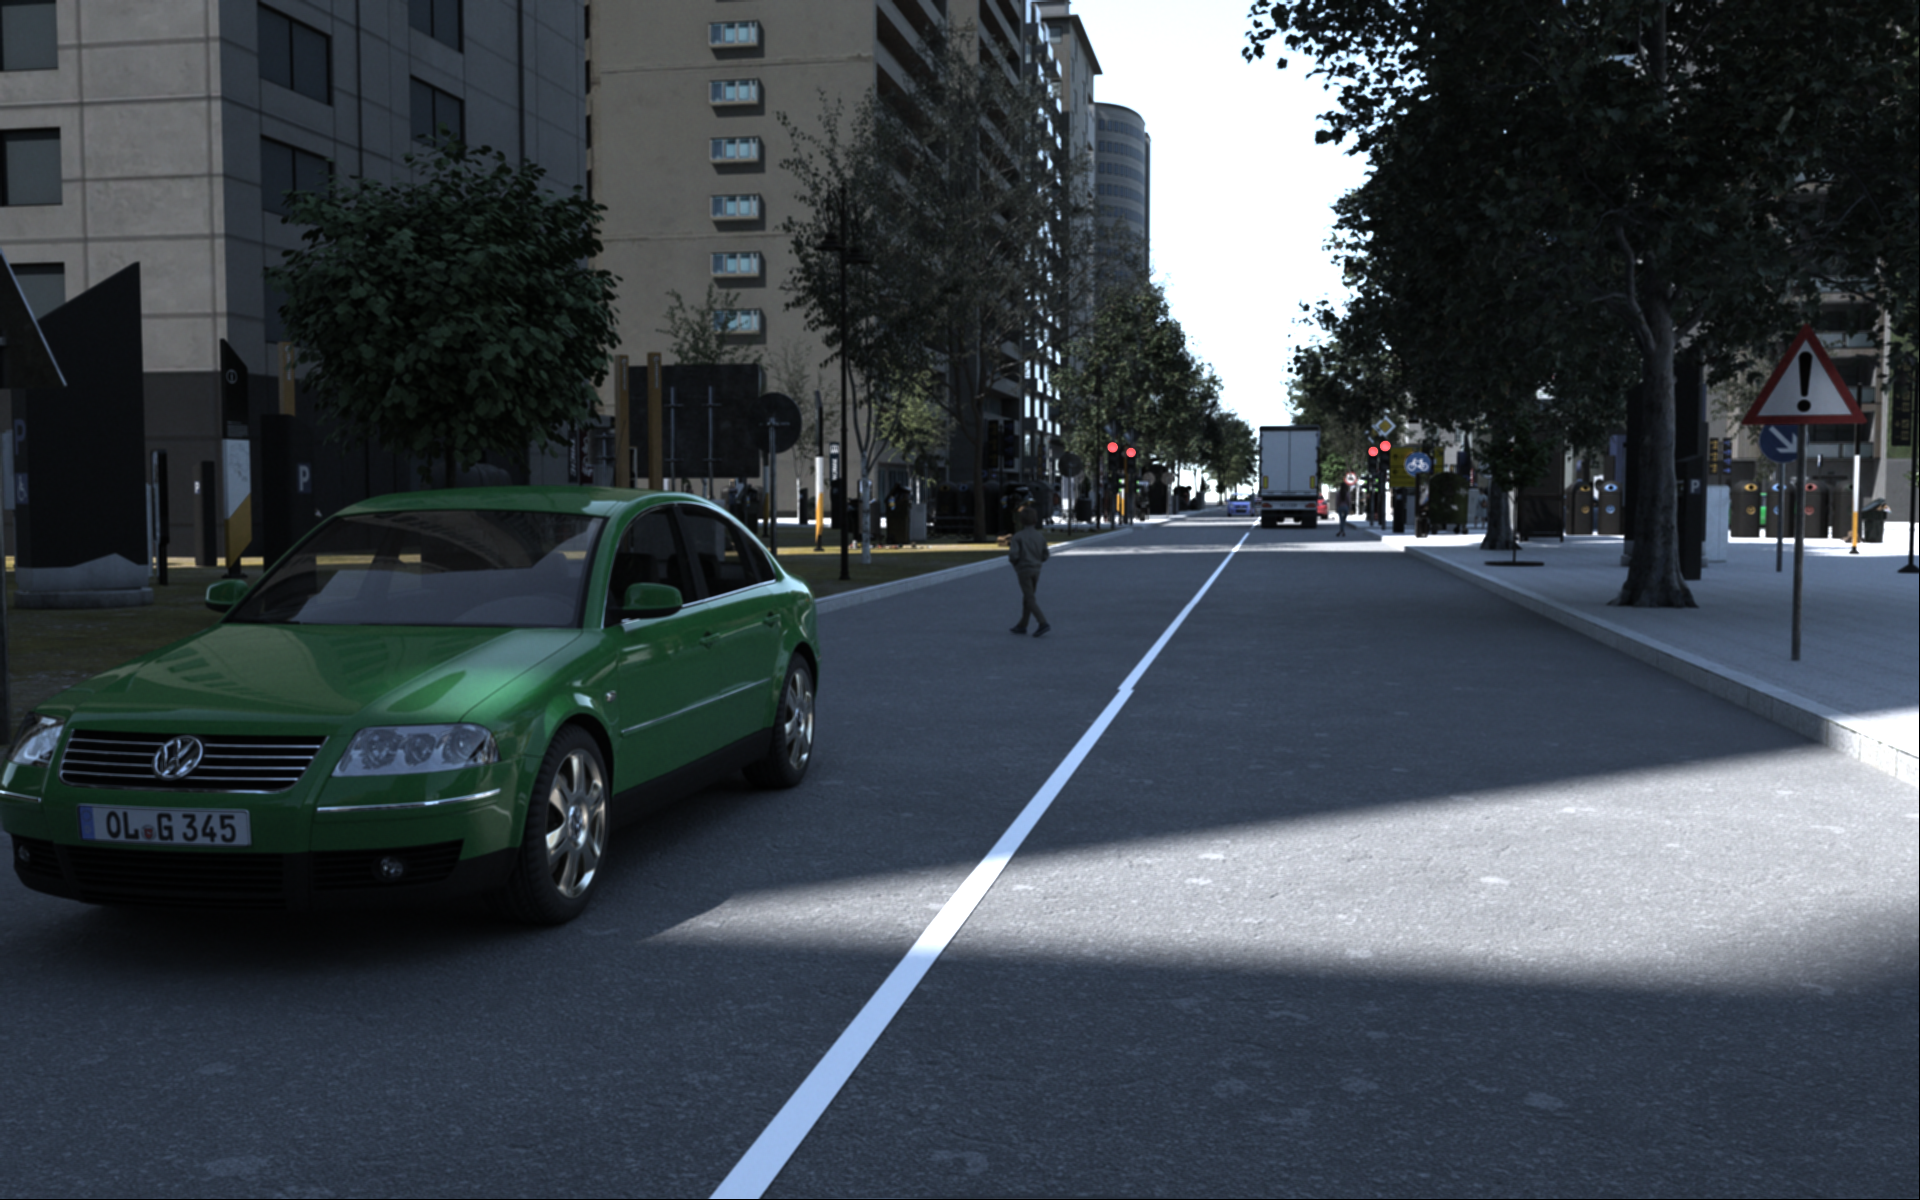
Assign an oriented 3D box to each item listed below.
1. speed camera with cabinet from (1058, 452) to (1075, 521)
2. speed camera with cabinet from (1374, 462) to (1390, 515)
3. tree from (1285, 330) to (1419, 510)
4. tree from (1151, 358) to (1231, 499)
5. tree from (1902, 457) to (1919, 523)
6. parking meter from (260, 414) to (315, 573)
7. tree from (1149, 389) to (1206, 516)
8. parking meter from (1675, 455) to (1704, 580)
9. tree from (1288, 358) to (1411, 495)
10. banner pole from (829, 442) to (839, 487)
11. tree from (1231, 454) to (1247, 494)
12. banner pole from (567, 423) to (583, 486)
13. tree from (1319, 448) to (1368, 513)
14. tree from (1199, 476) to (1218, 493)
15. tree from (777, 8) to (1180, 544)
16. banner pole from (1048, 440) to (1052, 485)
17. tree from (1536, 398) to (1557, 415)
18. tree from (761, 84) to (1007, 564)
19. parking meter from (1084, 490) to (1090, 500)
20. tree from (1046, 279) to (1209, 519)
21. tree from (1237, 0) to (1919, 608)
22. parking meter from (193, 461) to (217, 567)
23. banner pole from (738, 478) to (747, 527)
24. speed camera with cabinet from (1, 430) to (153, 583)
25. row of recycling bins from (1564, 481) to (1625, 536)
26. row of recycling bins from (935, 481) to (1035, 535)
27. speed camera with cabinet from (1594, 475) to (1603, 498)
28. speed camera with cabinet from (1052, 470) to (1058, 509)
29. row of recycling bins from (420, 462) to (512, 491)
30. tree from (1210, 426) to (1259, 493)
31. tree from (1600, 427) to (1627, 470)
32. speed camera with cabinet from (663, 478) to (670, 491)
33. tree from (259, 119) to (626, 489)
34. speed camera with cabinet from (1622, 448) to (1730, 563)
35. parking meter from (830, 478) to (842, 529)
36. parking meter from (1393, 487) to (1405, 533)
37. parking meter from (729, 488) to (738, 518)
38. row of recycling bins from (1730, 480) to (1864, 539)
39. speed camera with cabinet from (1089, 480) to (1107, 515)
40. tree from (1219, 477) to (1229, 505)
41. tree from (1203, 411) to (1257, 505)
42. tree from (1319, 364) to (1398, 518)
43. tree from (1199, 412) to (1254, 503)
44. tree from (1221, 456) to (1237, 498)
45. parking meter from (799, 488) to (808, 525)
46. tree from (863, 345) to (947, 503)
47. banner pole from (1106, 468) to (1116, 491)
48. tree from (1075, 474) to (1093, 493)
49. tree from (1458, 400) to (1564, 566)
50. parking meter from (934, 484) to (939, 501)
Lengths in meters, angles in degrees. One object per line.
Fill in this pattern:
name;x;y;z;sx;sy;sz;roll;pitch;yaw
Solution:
speed camera with cabinet;5.119;-5.360;81.968;0.660;3.252;2.038;0;4;5
speed camera with cabinet;26.268;-6.869;106.643;0.660;3.252;2.038;-2;4;-27
tree;28.883;-13.503;127.435;9.857;13.997;8.962;0;3;0
tree;14.679;-11.259;118.501;7.601;10.594;8.767;1;4;17
tree;42.662;-4.987;76.135;1.663;3.219;1.824;0;3;0
parking meter;-4.997;-0.441;12.917;0.255;1.863;0.399;0;4;5
tree;12.593;-9.368;103.523;4.360;8.622;3.978;0;3;0
parking meter;10.867;-1.234;25.885;0.399;1.863;0.255;-1;4;-22
tree;25.045;-10.851;111.831;8.767;10.594;7.601;1;4;10
banner pole;-5.178;-5.109;73.545;0.863;3.779;0.401;2;4;24
tree;44.470;-20.247;281.405;4.360;8.622;3.978;0;3;0
banner pole;-10.417;-3.488;47.050;0.401;3.779;0.863;1;4;22
tree;26.261;-8.274;118.998;4.285;4.588;4.351;0;3;0
tree;23.759;-10.680;169.219;1.663;3.219;1.824;0;3;0
tree;0.370;-8.222;44.798;12.009;13.543;11.850;0;3;0
banner pole;4.178;-5.532;80.472;0.401;3.779;0.863;-1;4;-9
tree;23.176;-7.391;71.205;4.360;8.622;3.978;0;3;0
tree;-1.584;-4.956;31.396;4.360;8.622;3.978;0;3;0
parking meter;8.016;-6.159;109.104;0.372;1.533;0.369;0;3;0
tree;9.270;-10.649;91.116;9.611;12.733;9.660;0;3;0
tree;8.027;-6.282;19.724;9.611;12.733;9.660;0;3;0
parking meter;-13.399;-1.530;30.726;0.399;1.863;0.255;3;5;43
banner pole;-6.103;-3.587;48.664;0.401;3.779;0.863;-2;4;-25
speed camera with cabinet;-13.123;-1.913;25.606;0.660;3.252;2.038;3;5;43
row of recycling bins;20.616;-2.847;53.667;3.534;1.692;1.069;2;4;26
row of recycling bins;0.619;-2.960;55.501;3.534;1.692;1.069;3;5;41
speed camera with cabinet;30.682;-5.504;84.322;0.660;3.252;2.038;-3;4;-37
speed camera with cabinet;7.093;-8.885;139.603;2.038;3.252;0.660;-1;4;-21
row of recycling bins;-6.496;-0.976;23.068;1.069;1.692;3.534;-1;4;-9
tree;46.228;-23.483;290.593;9.857;13.997;8.962;0;3;0
tree;28.528;-5.411;72.191;4.285;4.588;4.351;0;3;0
speed camera with cabinet;-24.282;-9.320;146.712;2.038;3.252;0.660;-3;5;-45
tree;-4.477;-1.939;15.413;4.285;4.588;4.351;0;3;0
speed camera with cabinet;13.385;-2.325;32.347;2.038;3.252;0.660;-1;4;-20
parking meter;-4.536;-3.535;63.508;0.399;1.863;0.255;1;4;17
parking meter;14.587;-3.006;57.564;0.372;1.533;0.369;0;3;0
parking meter;-9.649;-3.996;73.744;0.372;1.533;0.369;0;3;0
row of recycling bins;24.288;-2.643;50.333;3.534;1.692;1.069;2;4;34
speed camera with cabinet;8.543;-6.918;107.444;0.660;3.252;2.038;1;4;21
tree;29.470;-12.331;196.208;1.663;3.219;1.824;0;3;0
tree;31.675;-17.320;208.942;9.928;11.665;9.643;0;3;0
tree;21.244;-8.680;92.286;4.360;8.622;3.978;0;3;0
tree;36.885;-19.743;240.931;7.486;12.596;7.792;0;3;0
tree;42.550;-19.755;273.352;4.737;8.622;4.395;0;3;0
parking meter;-6.604;-3.954;73.059;0.372;1.533;0.369;0;3;0
tree;-2.502;-8.230;84.924;4.737;8.622;4.395;0;3;0
banner pole;12.348;-9.443;144.408;0.401;3.779;0.863;3;5;42
tree;9.729;-8.654;136.102;1.663;3.219;1.824;0;3;0
tree;10.046;-2.230;31.054;1.663;3.219;1.824;0;3;0
parking meter;-1.252;-5.574;96.843;0.399;1.863;0.255;1;4;13
